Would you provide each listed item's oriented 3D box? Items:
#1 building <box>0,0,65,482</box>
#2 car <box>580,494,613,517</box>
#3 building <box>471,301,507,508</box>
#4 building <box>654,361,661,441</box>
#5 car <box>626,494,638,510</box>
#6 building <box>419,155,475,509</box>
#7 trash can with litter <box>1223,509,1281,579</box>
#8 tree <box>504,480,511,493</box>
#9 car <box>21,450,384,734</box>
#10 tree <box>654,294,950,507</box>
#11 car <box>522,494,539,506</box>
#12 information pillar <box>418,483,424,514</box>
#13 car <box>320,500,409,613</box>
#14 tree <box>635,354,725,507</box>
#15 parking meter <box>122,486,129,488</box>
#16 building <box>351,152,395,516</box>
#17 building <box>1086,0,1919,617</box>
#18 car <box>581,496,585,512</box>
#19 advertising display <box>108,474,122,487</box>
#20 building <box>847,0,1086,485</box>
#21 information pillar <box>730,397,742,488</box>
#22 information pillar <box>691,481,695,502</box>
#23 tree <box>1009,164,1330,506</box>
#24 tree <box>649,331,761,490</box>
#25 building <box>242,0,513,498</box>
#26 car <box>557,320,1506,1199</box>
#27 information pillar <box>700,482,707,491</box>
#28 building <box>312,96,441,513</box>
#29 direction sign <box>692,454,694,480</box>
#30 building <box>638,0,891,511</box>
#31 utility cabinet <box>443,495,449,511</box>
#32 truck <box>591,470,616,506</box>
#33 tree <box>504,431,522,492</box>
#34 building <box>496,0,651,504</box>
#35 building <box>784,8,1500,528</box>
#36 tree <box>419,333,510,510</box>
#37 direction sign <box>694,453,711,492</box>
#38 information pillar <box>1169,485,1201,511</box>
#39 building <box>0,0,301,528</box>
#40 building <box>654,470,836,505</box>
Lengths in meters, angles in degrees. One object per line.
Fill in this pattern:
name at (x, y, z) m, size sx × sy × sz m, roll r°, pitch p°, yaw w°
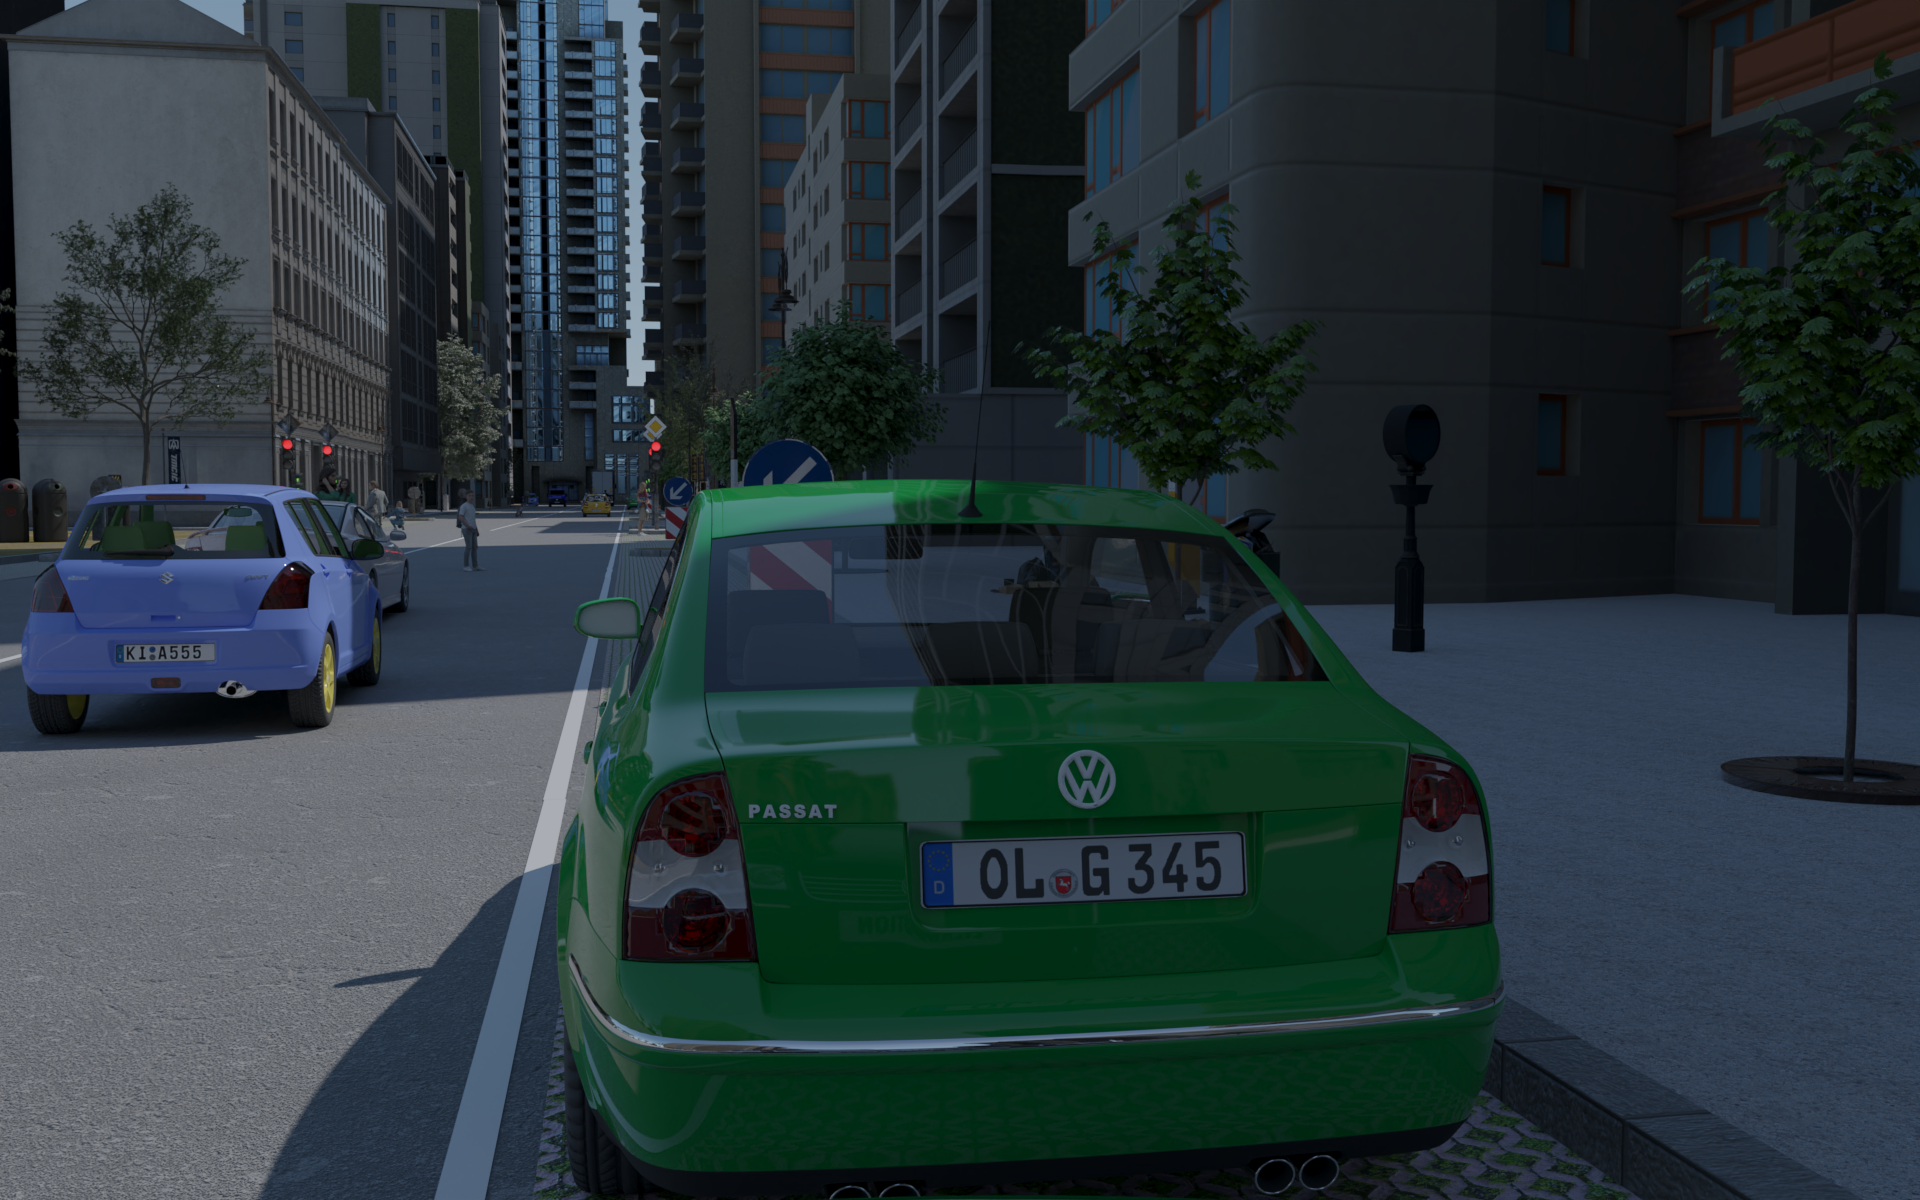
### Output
building at (-45.767, -14.633, 68.922) m, size 15.834 × 23.373 × 12.332 m, roll -1°, pitch 4°, yaw -11°
car at (-22.706, -5.995, 108.239) m, size 2.015 × 1.641 × 3.980 m, roll -1°, pitch 4°, yaw -12°
building at (-59.161, -19.706, 167.226) m, size 27.650 × 21.520 × 28.899 m, roll -1°, pitch 4°, yaw -11°
building at (-28.096, -24.346, 243.091) m, size 28.899 × 21.520 × 27.650 m, roll -1°, pitch 4°, yaw -11°
car at (-29.379, -9.102, 157.605) m, size 1.959 × 1.807 × 4.718 m, roll -1°, pitch 4°, yaw -12°
building at (-49.102, -22.924, 146.503) m, size 14.160 × 30.474 × 14.107 m, roll -1°, pitch 4°, yaw -11°
trash can with litter at (1.939, -0.120, 13.346) m, size 0.624 × 1.170 × 1.055 m, roll -3°, pitch 5°, yaw -44°
tree at (-51.251, -12.227, 194.508) m, size 1.663 × 3.219 × 1.824 m, roll 0°, pitch 3°, yaw 0°
car at (-4.968, -0.133, 11.760) m, size 1.945 × 1.707 × 3.694 m, roll -1°, pitch 4°, yaw -12°
tree at (-1.974, -2.734, 28.413) m, size 4.285 × 4.588 × 4.351 m, roll 0°, pitch 3°, yaw 0°
car at (-50.945, -11.980, 205.462) m, size 1.945 × 1.707 × 3.694 m, roll -1°, pitch 4°, yaw -11°
information pillar at (-34.217, -6.448, 109.918) m, size 0.304 × 2.012 × 0.304 m, roll -1°, pitch 4°, yaw -18°
car at (-7.350, -0.432, 19.419) m, size 2.083 × 1.381 × 4.827 m, roll -1°, pitch 4°, yaw -11°
tree at (-14.457, -8.558, 90.283) m, size 4.737 × 8.622 × 4.395 m, roll 0°, pitch 3°, yaw 0°
parking meter at (-25.183, -2.673, 52.119) m, size 0.372 × 1.533 × 0.369 m, roll 0°, pitch 3°, yaw 0°
building at (-36.684, -14.922, 93.126) m, size 9.793 × 20.994 × 18.267 m, roll -1°, pitch 4°, yaw -11°
building at (18.065, -10.481, 16.407) m, size 27.650 × 21.520 × 28.899 m, roll -1°, pitch 4°, yaw -11°
car at (-29.507, -7.793, 139.414) m, size 2.014 × 1.417 × 4.499 m, roll -1°, pitch 4°, yaw -9°
advertising display at (-27.973, -3.190, 57.366) m, size 0.123 × 1.923 × 0.974 m, roll -1°, pitch 4°, yaw -8°
building at (7.538, -37.181, 46.168) m, size 20.563 × 71.187 × 20.611 m, roll -1°, pitch 4°, yaw -11°
information pillar at (-5.458, -3.088, 41.840) m, size 0.183 × 3.616 × 0.504 m, roll -1°, pitch 4°, yaw -17°
information pillar at (-14.566, -5.484, 94.159) m, size 0.304 × 2.012 × 0.304 m, roll -1°, pitch 4°, yaw -12°
tree at (1.408, -0.954, 10.206) m, size 1.663 × 3.219 × 1.824 m, roll 0°, pitch 3°, yaw 0°
tree at (-11.134, -7.799, 77.870) m, size 4.360 × 8.622 × 3.978 m, roll 0°, pitch 3°, yaw 0°
building at (-67.264, -40.360, 201.891) m, size 28.212 × 58.520 × 21.231 m, roll -1°, pitch 4°, yaw -11°
car at (-0.156, 0.230, 5.029) m, size 1.959 × 1.807 × 4.718 m, roll -1°, pitch 4°, yaw -9°
information pillar at (-15.148, -5.980, 102.266) m, size 0.304 × 2.012 × 0.304 m, roll 1°, pitch 4°, yaw 10°
building at (-42.707, -19.563, 113.362) m, size 14.314 × 27.812 × 24.014 m, roll -1°, pitch 4°, yaw -11°
direction sign at (-14.929, -6.535, 98.846) m, size 0.876 × 3.537 × 0.379 m, roll 2°, pitch 4°, yaw 25°
building at (-12.923, -29.144, 131.135) m, size 22.147 × 44.769 × 28.867 m, roll -1°, pitch 4°, yaw -11°
utility cabinet at (-39.381, -7.433, 132.698) m, size 0.306 × 1.237 × 1.020 m, roll -1°, pitch 4°, yaw -10°
truck at (-41.921, -13.135, 203.677) m, size 2.839 × 4.237 × 11.283 m, roll -1°, pitch 4°, yaw -10°
tree at (-49.635, -14.523, 187.815) m, size 4.360 × 8.622 × 3.978 m, roll 0°, pitch 3°, yaw 0°
building at (-57.762, -56.272, 232.712) m, size 31.000 × 86.520 × 22.319 m, roll -1°, pitch 4°, yaw -11°
building at (6.829, -14.840, 87.670) m, size 28.899 × 21.520 × 27.650 m, roll -1°, pitch 4°, yaw -11°
tree at (-40.566, -14.000, 135.558) m, size 9.857 × 13.997 × 8.962 m, roll 0°, pitch 3°, yaw 0°
direction sign at (-14.272, -6.414, 96.860) m, size 0.379 × 3.537 × 0.876 m, roll 3°, pitch 4°, yaw 38°
information pillar at (2.402, -1.654, 18.403) m, size 0.183 × 3.616 × 0.504 m, roll 3°, pitch 5°, yaw 43°
building at (-33.043, -13.829, 75.258) m, size 9.793 × 20.994 × 18.267 m, roll -1°, pitch 4°, yaw -11°
building at (-26.742, -47.136, 208.930) m, size 20.563 × 71.187 × 20.611 m, roll -1°, pitch 4°, yaw -11°
